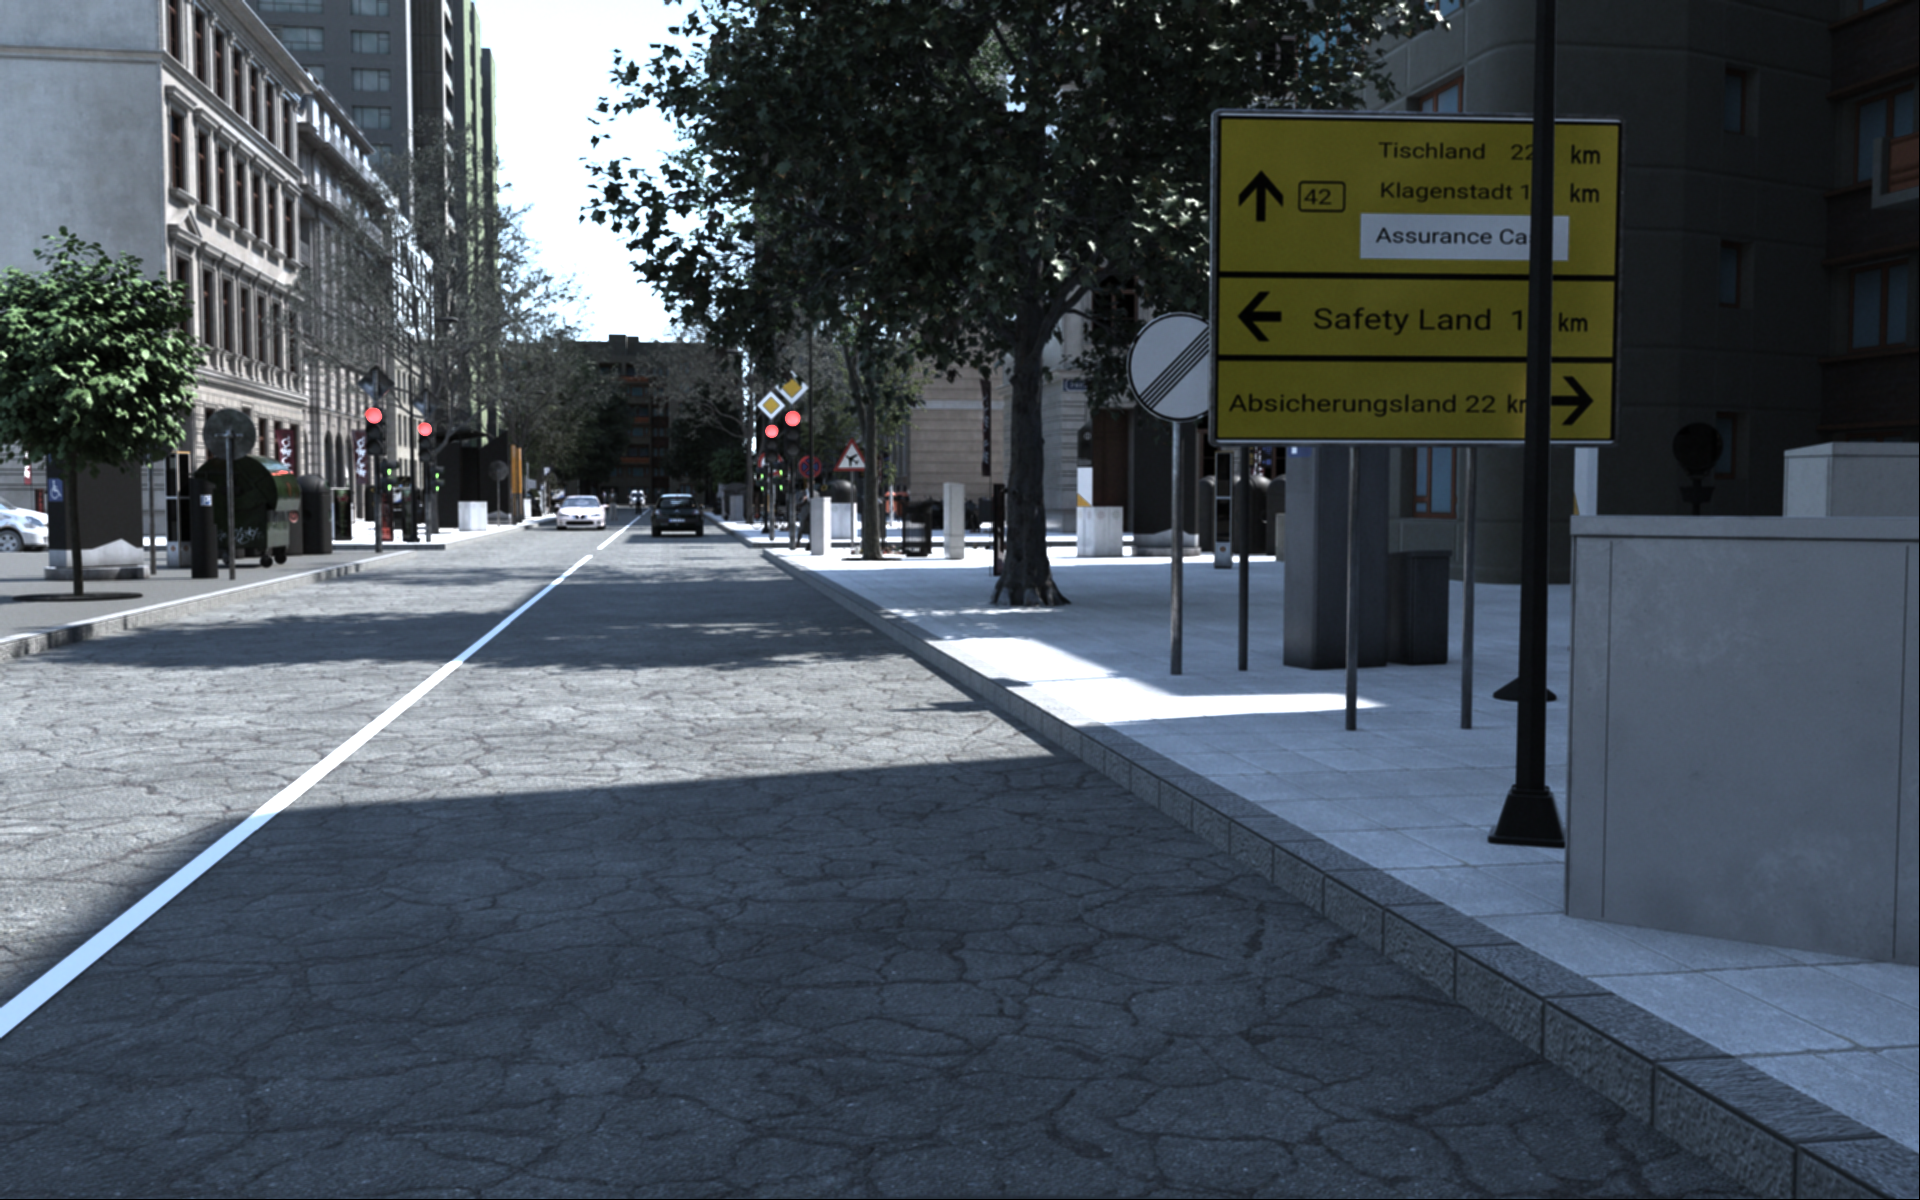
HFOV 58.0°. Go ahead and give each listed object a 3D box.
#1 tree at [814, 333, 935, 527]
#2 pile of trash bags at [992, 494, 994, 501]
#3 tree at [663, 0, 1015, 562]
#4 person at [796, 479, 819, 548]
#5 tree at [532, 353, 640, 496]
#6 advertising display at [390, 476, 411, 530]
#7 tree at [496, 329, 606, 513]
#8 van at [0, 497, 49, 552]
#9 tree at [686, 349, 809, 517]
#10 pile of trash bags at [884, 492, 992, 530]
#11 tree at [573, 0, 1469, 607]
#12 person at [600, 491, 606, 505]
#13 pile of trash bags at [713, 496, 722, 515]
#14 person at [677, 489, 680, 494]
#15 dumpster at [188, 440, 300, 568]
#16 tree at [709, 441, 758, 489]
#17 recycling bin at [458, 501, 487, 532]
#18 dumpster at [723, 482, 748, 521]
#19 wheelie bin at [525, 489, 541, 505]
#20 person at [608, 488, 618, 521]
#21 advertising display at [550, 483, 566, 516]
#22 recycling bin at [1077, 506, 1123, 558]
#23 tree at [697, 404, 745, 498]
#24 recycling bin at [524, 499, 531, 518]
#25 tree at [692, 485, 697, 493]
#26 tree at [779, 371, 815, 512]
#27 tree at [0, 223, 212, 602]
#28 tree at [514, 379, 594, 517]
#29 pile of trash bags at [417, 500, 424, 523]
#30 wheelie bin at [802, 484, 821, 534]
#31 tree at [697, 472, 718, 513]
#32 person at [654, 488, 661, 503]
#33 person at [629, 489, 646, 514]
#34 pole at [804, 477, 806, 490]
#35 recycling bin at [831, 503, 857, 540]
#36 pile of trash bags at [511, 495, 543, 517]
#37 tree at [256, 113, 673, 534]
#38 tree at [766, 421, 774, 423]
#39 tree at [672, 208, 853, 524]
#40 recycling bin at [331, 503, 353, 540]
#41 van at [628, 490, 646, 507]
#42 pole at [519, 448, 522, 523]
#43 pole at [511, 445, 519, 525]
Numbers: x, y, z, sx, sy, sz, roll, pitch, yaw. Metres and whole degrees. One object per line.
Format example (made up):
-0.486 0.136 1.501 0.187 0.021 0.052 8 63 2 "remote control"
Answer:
-2.883 -7.116 66.715 4.737 8.622 4.395 0 3 0 "tree"
0.339 -3.872 73.065 3.447 1.369 1.912 -1 4 -22 "pile of trash bags"
-1.874 -6.562 33.040 9.928 11.665 9.643 0 3 0 "tree"
-3.809 -2.140 43.456 0.622 1.834 0.822 -2 4 -24 "person"
-34.705 -15.566 161.158 9.857 13.997 8.962 0 3 0 "tree"
-20.302 -3.512 62.641 0.974 1.923 0.123 -1 4 -8 "advertising display"
-27.474 -12.220 117.928 7.486 12.596 7.792 0 3 0 "tree"
-23.360 -2.050 40.537 4.112 2.044 2.013 0 4 -8 "van"
-11.667 -9.906 96.367 7.601 10.594 8.767 -1 4 -11 "tree"
-0.894 -3.272 63.243 3.447 1.369 1.912 2 4 27 "pile of trash bags"
0.787 -6.282 19.718 9.611 12.733 9.660 0 3 0 "tree"
-41.375 -11.755 200.559 0.599 1.838 0.709 -2 4 -35 "person"
-14.407 -6.005 107.927 1.912 1.369 3.447 0 4 -7 "pile of trash bags"
-21.857 -7.716 134.660 0.705 1.823 1.348 0 4 2 "person"
-12.708 -1.730 30.785 1.502 2.255 1.985 -1 4 -9 "dumpster"
-13.430 -7.347 103.833 4.285 4.588 4.351 0 3 0 "tree"
-16.640 -2.850 59.151 0.722 1.027 0.722 3 5 41 "recycling bin"
-10.857 -4.794 84.145 1.264 1.857 1.865 -1 4 -10 "dumpster"
-25.071 -5.730 101.593 0.693 1.594 0.980 1 4 22 "wheelie bin"
-18.803 -5.183 93.796 0.519 1.759 0.362 0 4 -1 "person"
-24.050 -6.016 103.570 0.974 1.923 0.123 -3 5 -39 "advertising display"
2.853 -1.395 35.366 0.722 1.027 0.722 -2 4 -26 "recycling bin"
-19.224 -11.466 137.833 4.360 8.622 3.978 0 3 0 "tree"
-23.312 -4.866 92.113 0.722 1.027 0.722 2 4 33 "recycling bin"
-28.070 -11.716 186.160 1.663 3.219 1.824 0 3 0 "tree"
-6.860 -8.431 88.216 4.737 8.622 4.395 0 3 0 "tree"
-10.855 -2.300 21.312 4.285 4.588 4.351 0 3 0 "tree"
-23.237 -9.018 97.803 4.360 8.622 3.978 0 3 0 "tree"
-23.190 -4.039 75.784 1.912 1.369 3.447 -1 4 -20 "pile of trash bags"
-4.649 -2.886 55.096 0.693 1.594 0.980 -3 5 -41 "wheelie bin"
-16.403 -7.509 117.366 1.663 3.219 1.824 0 3 0 "tree"
-19.757 -6.448 113.702 0.755 1.850 0.659 -1 4 -10 "person"
-23.288 -7.147 125.333 1.348 1.826 0.705 -2 4 -35 "person"
-10.751 -7.735 120.307 0.158 3.312 0.155 0 3 0 "pole"
-3.313 -2.229 48.995 0.722 1.027 0.722 0 4 4 "recycling bin"
-24.376 -5.256 95.683 1.912 1.369 3.447 0 4 5 "pile of trash bags"
-16.773 -8.862 55.258 12.009 13.543 11.850 0 3 0 "tree"
-10.518 -9.865 111.662 4.737 8.622 4.395 0 3 0 "tree"
-8.842 -9.980 73.535 12.009 13.543 11.850 0 3 0 "tree"
-17.460 -2.190 48.353 0.722 1.027 0.722 1 4 16 "recycling bin"
-36.196 -11.449 194.206 2.013 2.044 4.112 -1 4 -10 "van"
-19.509 -5.065 76.663 0.158 3.312 0.155 0 3 0 "pole"
-18.521 -4.773 71.889 0.158 3.312 0.155 0 3 0 "pole"
